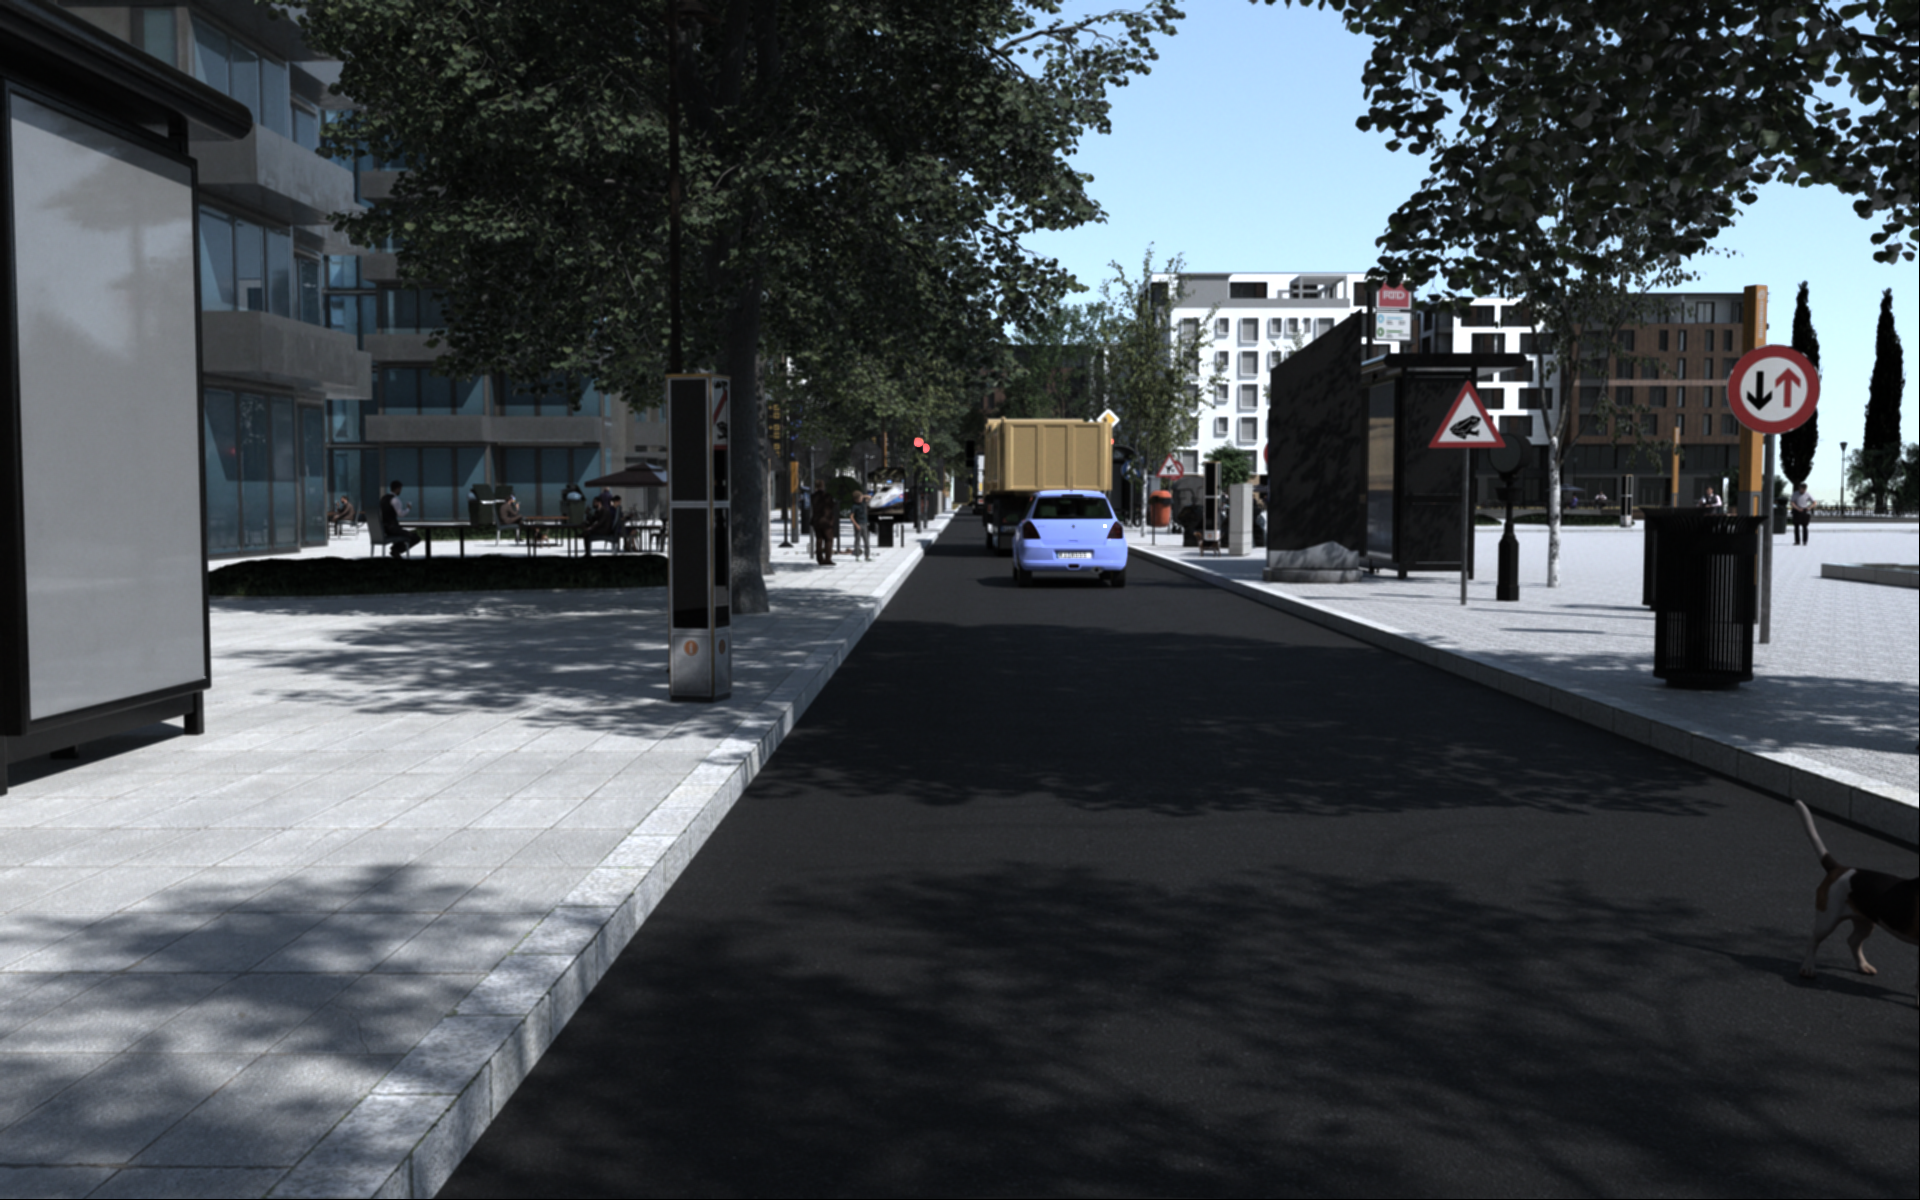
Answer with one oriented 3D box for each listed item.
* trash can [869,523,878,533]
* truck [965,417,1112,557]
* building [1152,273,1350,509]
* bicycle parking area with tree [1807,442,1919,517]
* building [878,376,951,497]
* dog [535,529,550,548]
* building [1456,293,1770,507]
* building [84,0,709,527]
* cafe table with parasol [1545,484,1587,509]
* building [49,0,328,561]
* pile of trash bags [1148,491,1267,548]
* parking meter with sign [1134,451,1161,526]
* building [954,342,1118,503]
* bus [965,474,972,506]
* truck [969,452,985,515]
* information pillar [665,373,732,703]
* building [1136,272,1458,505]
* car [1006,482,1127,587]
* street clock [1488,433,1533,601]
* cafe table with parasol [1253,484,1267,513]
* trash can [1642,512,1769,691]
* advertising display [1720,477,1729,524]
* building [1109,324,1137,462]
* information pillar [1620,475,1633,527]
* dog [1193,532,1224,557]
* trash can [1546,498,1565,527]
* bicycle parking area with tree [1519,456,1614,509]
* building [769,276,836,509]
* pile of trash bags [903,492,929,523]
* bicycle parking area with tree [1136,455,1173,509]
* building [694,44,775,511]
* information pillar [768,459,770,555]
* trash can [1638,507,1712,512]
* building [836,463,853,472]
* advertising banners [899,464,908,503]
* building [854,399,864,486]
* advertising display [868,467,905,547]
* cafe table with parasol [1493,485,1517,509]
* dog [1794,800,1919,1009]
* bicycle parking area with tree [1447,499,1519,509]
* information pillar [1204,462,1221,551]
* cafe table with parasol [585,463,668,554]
[{"bbox_3d":[-2.668,-2.747,56.565,0.748,1.137,0.748,0,3,0],"label":"trash can"},{"bbox_3d":[1.973,-2.894,43.246,3.469,3.379,9.791,0,4,-2],"label":"truck"},{"bbox_3d":[25.385,-18.195,153.902,16.016,20.091,11.380,0,4,0],"label":"building"},{"bbox_3d":[51.395,-6.685,96.306,8.231,4.147,9.016,0,4,5],"label":"bicycle parking area with tree"},{"bbox_3d":[-6.979,-23.557,241.581,11.380,20.091,16.016,0,4,0],"label":"building"},{"bbox_3d":[-10.011,-1.502,41.383,0.540,0.507,0.406,0,4,5],"label":"dog"},{"bbox_3d":[65.807,-21.158,189.910,32.646,21.610,27.936,0,4,0],"label":"building"},{"bbox_3d":[-25.372,-28.713,89.063,23.786,49.044,30.456,0,4,0],"label":"building"},{"bbox_3d":[40.641,-6.812,116.237,2.610,1.966,2.610,1,4,23],"label":"cafe table with parasol"},{"bbox_3d":[-28.317,-25.199,31.612,30.456,49.044,23.786,0,4,0],"label":"building"},{"bbox_3d":[5.970,-2.000,42.450,1.912,1.369,3.447,-3,5,-43],"label":"pile of trash bags"},{"bbox_3d":[7.810,-4.528,70.288,0.543,3.016,1.738,3,5,44],"label":"parking meter with sign"},{"bbox_3d":[15.466,-24.657,247.118,32.646,21.610,27.936,0,4,0],"label":"building"},{"bbox_3d":[2.220,-13.220,207.696,2.896,3.916,12.252,0,4,-1],"label":"bus"},{"bbox_3d":[2.158,-8.021,120.057,2.839,4.237,11.283,0,4,-2],"label":"truck"},{"bbox_3d":[-1.615,-0.382,10.740,0.304,2.012,0.304,1,4,15],"label":"information pillar"},{"bbox_3d":[31.680,-20.315,176.126,27.936,21.610,32.646,0,4,0],"label":"building"},{"bbox_3d":[1.717,-1.121,27.913,1.945,1.707,3.694,0,3,0],"label":"car"},{"bbox_3d":[6.586,-0.991,20.768,0.358,2.002,0.471,-3,4,-37],"label":"street clock"},{"bbox_3d":[24.508,-8.118,137.588,2.610,1.966,2.610,-3,4,-36],"label":"cafe table with parasol"},{"bbox_3d":[4.942,0.010,11.496,0.748,1.137,0.748,0,3,0],"label":"trash can"},{"bbox_3d":[29.279,-3.741,66.377,0.123,1.923,0.974,2,4,35],"label":"advertising display"},{"bbox_3d":[25.253,-20.932,198.657,16.016,20.091,11.380,0,4,0],"label":"building"},{"bbox_3d":[25.642,-3.802,66.649,0.304,2.012,0.304,-2,4,-25],"label":"information pillar"},{"bbox_3d":[5.067,-1.130,35.313,0.540,0.507,0.406,-1,4,-10],"label":"dog"},{"bbox_3d":[23.178,-3.414,67.467,0.748,1.137,0.748,0,3,0],"label":"trash can"},{"bbox_3d":[44.407,-8.790,130.711,8.231,4.147,9.016,-1,4,-14],"label":"bicycle parking area with tree"},{"bbox_3d":[-26.412,-19.157,157.194,27.936,21.610,32.646,0,4,0],"label":"building"},{"bbox_3d":[-2.513,-4.194,78.327,1.912,1.369,3.447,-3,4,-38],"label":"pile of trash bags"},{"bbox_3d":[17.539,-8.686,129.025,8.231,4.147,9.016,-2,4,-27],"label":"bicycle parking area with tree"},{"bbox_3d":[-23.851,-49.296,118.666,22.319,86.520,31.000,0,4,0],"label":"building"},{"bbox_3d":[-4.162,-1.947,36.318,0.304,2.012,0.304,-1,4,-20],"label":"information pillar"},{"bbox_3d":[7.824,-0.449,18.993,0.748,1.137,0.748,0,3,0],"label":"trash can"},{"bbox_3d":[-17.995,-20.844,197.227,11.380,20.091,16.016,0,4,0],"label":"building"},{"bbox_3d":[-2.918,-5.971,93.809,0.090,3.025,2.074,3,5,40],"label":"advertising banners"},{"bbox_3d":[-29.159,-23.068,243.614,31.486,18.905,16.747,0,4,0],"label":"building"},{"bbox_3d":[-1.797,-2.230,41.667,0.974,1.923,0.123,-1,4,-16],"label":"advertising display"},{"bbox_3d":[43.349,-8.121,137.638,2.610,1.966,2.610,-1,4,-14],"label":"cafe table with parasol"},{"bbox_3d":[2.688,0.875,4.987,0.540,0.507,0.406,2,4,27],"label":"dog"},{"bbox_3d":[34.098,-8.429,124.819,8.231,4.147,9.016,3,5,44],"label":"bicycle parking area with tree"},{"bbox_3d":[5.718,-2.128,39.280,0.304,2.012,0.304,2,4,27],"label":"information pillar"},{"bbox_3d":[-6.899,-2.022,37.933,2.610,1.966,2.610,-1,4,-16],"label":"cafe table with parasol"}]
